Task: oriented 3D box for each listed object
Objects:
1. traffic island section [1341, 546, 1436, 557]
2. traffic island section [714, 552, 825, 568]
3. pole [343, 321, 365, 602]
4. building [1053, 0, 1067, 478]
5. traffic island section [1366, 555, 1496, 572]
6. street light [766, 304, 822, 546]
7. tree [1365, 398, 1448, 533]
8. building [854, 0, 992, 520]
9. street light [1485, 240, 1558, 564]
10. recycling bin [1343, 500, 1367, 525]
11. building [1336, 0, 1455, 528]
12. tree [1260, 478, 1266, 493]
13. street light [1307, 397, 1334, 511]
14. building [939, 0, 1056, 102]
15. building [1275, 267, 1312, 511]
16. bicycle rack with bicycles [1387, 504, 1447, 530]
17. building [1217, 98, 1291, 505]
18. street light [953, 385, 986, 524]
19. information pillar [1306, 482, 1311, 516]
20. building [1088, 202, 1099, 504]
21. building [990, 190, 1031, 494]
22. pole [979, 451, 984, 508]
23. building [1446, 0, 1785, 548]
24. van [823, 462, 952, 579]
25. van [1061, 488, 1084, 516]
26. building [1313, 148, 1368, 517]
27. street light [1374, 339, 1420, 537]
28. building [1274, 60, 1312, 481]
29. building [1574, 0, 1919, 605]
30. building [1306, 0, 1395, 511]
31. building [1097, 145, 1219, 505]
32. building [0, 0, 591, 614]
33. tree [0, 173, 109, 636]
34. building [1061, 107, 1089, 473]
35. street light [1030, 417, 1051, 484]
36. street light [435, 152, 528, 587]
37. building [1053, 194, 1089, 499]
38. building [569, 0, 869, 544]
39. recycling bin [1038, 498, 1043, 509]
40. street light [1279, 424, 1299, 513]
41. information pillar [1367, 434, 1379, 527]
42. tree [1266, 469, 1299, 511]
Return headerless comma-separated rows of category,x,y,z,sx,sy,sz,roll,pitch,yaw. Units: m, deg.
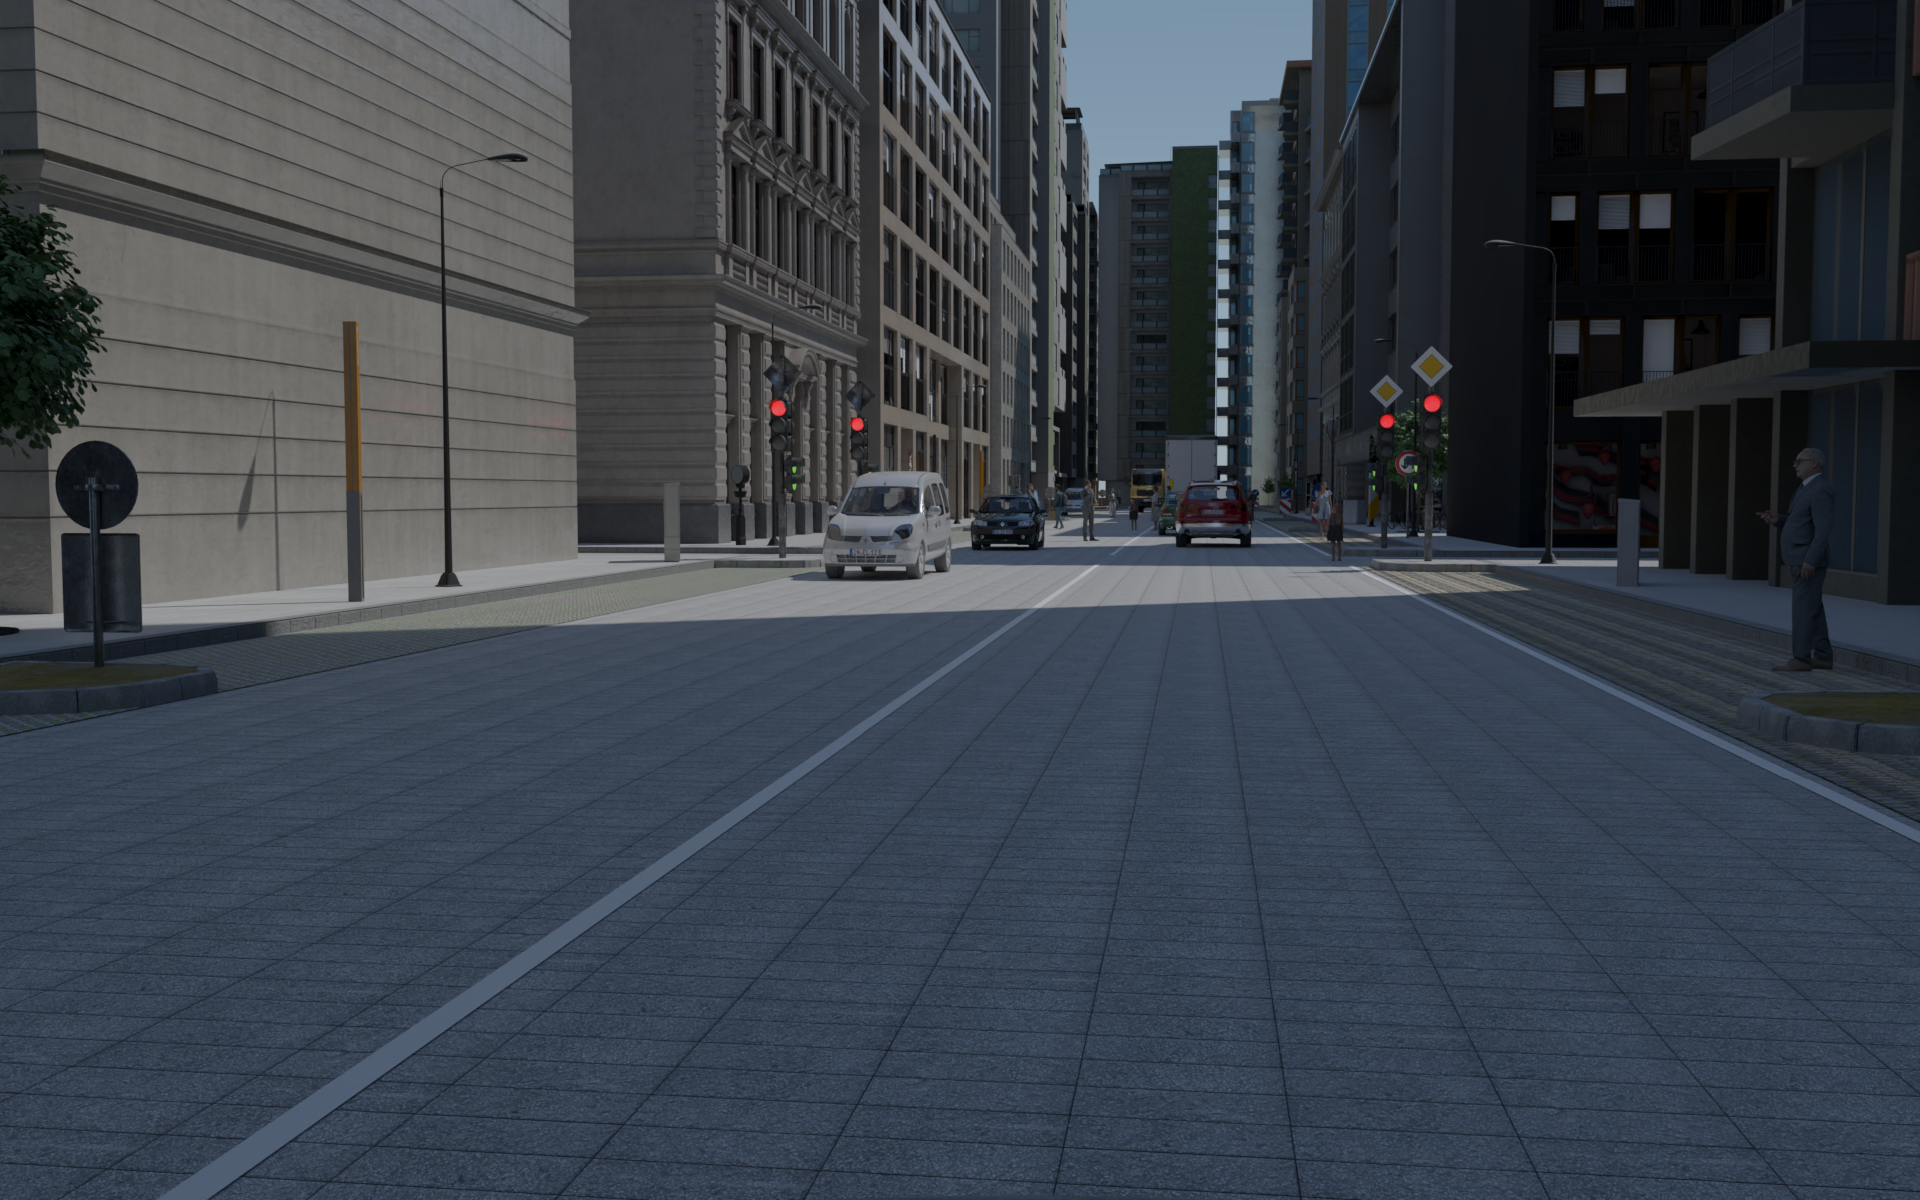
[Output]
traffic island section,10.040,-1.140,40.927,2.009,0.180,2.903,0,4,8
traffic island section,-3.578,-0.763,34.752,2.009,0.180,2.903,0,4,8
pole,-7.201,-1.635,20.570,0.158,3.312,0.155,0,3,0
building,-5.233,-34.056,146.052,28.713,52.752,27.495,0,4,8
traffic island section,8.943,-0.657,33.018,2.009,0.180,2.903,0,4,8
street light,-4.069,-4.287,42.637,1.470,5.913,1.316,0,4,8
tree,15.287,-4.544,58.000,4.285,4.588,4.351,0,3,0
building,-10.136,-16.971,81.988,19.350,26.468,34.151,0,4,8
street light,10.299,-3.624,31.796,1.470,5.913,1.316,0,4,8
recycling bin,16.721,-3.715,73.294,0.722,1.027,0.722,-3,5,-41
building,25.468,-15.855,78.290,14.314,24.678,30.058,0,4,8
tree,30.006,-10.664,168.955,1.663,3.219,1.824,0,3,0
street light,17.336,-6.763,83.122,1.470,5.913,1.316,0,4,8
building,-0.718,-26.987,124.831,14.154,41.232,14.086,0,4,8
building,41.081,-18.326,144.673,27.650,21.520,28.899,0,4,8
bicycle rack with bicycles,16.921,-3.058,63.373,2.925,0.926,2.852,-1,4,-18
building,46.319,-35.999,208.197,30.456,49.044,23.786,0,4,8
street light,0.406,-6.192,73.782,1.470,5.913,1.316,0,4,8
information pillar,20.846,-6.062,103.601,0.304,2.012,0.304,1,4,17
building,5.871,-32.203,218.392,23.993,40.220,32.217,0,4,8
building,-1.645,-15.421,106.887,10.420,20.320,16.860,0,4,8
pole,1.009,-5.378,81.778,0.158,3.312,0.155,0,3,0
building,21.978,-13.201,45.517,15.834,23.373,12.332,0,4,8
van,-1.226,-1.439,30.539,2.013,2.044,4.112,1,4,9
van,7.613,-6.569,114.421,2.013,2.044,4.112,0,4,7
building,27.351,-16.821,103.903,11.050,23.489,19.941,0,4,8
street light,13.093,-4.856,51.944,1.470,5.913,1.316,0,4,8
building,42.996,-31.700,172.920,22.147,44.769,28.867,0,4,8
building,19.894,-22.034,14.888,22.147,44.769,28.867,0,4,8
building,32.338,-28.927,123.065,14.600,45.320,14.200,0,4,8
building,23.610,-32.001,206.803,14.086,41.232,14.154,0,4,8
building,-29.830,-15.406,28.302,44.131,29.872,17.030,0,4,8
tree,-9.412,-1.956,15.699,4.285,4.588,4.351,0,3,0
building,6.676,-30.738,186.159,14.086,41.232,14.154,0,4,8
street light,4.805,-8.098,104.938,1.470,5.913,1.316,0,4,8
street light,-6.559,-3.134,23.777,1.470,5.913,1.316,0,4,8
building,4.866,-24.151,166.574,14.160,30.474,14.107,0,4,8
building,-9.694,-13.750,53.687,11.050,23.489,19.941,0,4,8
recycling bin,5.114,-6.394,117.088,0.722,1.027,0.722,-2,4,-28
street light,21.741,-8.681,114.470,1.470,5.913,1.316,0,4,8
information pillar,16.164,-4.668,67.683,0.504,3.616,0.183,-2,4,-33
tree,24.701,-8.379,131.606,1.663,3.219,1.824,0,3,0
